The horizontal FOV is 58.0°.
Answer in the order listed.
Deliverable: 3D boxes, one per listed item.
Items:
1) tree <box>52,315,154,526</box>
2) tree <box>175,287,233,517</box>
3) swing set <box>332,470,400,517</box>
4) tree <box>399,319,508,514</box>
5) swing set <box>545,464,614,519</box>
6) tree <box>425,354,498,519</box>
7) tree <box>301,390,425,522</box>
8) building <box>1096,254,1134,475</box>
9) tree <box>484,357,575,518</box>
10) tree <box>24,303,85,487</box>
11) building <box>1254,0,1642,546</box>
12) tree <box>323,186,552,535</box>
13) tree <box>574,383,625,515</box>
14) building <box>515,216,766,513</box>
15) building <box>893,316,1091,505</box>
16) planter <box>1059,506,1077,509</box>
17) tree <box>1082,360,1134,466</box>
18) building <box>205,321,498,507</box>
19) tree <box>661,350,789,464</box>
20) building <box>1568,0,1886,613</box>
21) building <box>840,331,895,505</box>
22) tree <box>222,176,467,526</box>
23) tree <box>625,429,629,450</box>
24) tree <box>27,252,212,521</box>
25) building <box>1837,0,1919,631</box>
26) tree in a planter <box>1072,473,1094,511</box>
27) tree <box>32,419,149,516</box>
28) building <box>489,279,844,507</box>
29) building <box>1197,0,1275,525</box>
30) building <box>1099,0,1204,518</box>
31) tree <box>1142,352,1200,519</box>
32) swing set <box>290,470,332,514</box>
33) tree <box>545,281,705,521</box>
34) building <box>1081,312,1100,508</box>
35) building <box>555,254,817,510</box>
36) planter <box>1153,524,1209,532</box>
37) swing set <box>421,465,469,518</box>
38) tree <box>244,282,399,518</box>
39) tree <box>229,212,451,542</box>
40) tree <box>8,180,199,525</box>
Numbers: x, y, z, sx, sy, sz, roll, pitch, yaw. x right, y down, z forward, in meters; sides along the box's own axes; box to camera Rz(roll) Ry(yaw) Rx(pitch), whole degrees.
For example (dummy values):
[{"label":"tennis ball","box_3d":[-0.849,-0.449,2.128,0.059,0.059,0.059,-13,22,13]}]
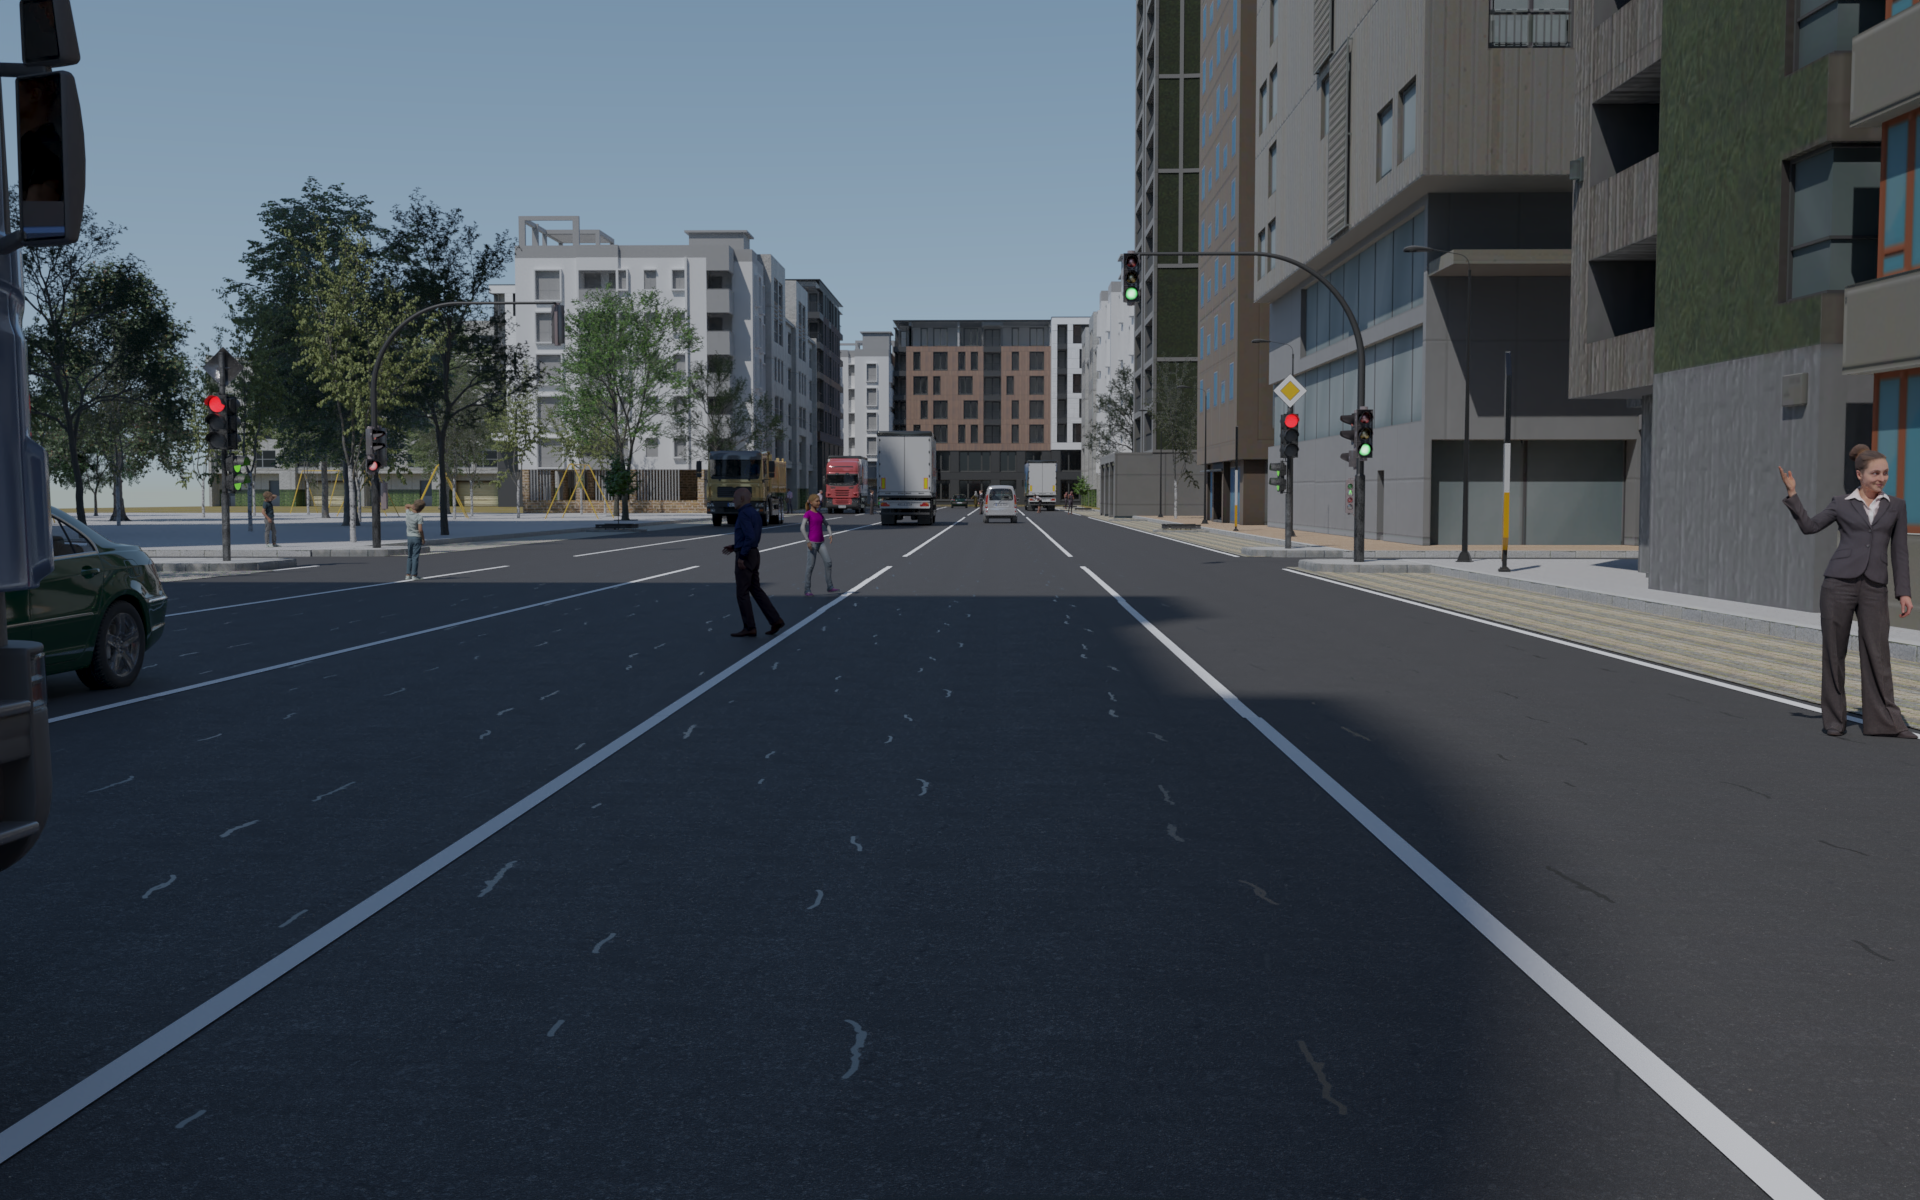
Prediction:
[{"label":"tree","box_3d":[-34.379,-7.316,69.983,4.360,8.622,3.978,0,3,0]},{"label":"tree","box_3d":[-24.596,-6.685,59.664,4.737,8.622,4.395,0,3,0]},{"label":"swing set","box_3d":[-33.884,-6.198,98.949,2.862,2.851,3.119,-2,4,-32]},{"label":"tree","box_3d":[-32.361,-11.677,109.045,7.486,12.596,7.792,0,3,0]},{"label":"swing set","box_3d":[-19.846,-5.683,90.540,2.862,2.851,3.119,0,4,5]},{"label":"tree","box_3d":[-25.837,-8.384,87.433,4.360,8.622,3.978,0,3,0]},{"label":"tree","box_3d":[-27.854,-7.902,79.566,4.360,8.622,3.978,0,3,0]},{"label":"building","box_3d":[19.329,-17.465,141.966,16.016,20.091,11.380,0,4,1]},{"label":"tree","box_3d":[-23.542,-8.677,92.226,4.737,8.622,4.395,0,3,0]},{"label":"tree","box_3d":[-33.313,-6.801,61.566,4.737,8.622,4.395,0,3,0]},{"label":"building","box_3d":[23.961,-28.307,52.064,27.495,52.752,28.713,0,4,1]},{"label":"tree","box_3d":[-16.340,-7.290,53.604,8.767,10.594,7.601,3,4,36]},{"label":"tree","box_3d":[-23.934,-9.654,108.210,4.737,8.622,4.395,0,3,0]},{"label":"building","box_3d":[-21.857,-16.263,122.318,16.016,20.091,11.380,0,4,1]},{"label":"building","box_3d":[8.670,-22.595,213.395,32.646,21.610,27.936,0,4,1]},{"label":"planter","box_3d":[10.725,-9.069,169.410,1.991,0.319,1.994,0,4,1]},{"label":"tree","box_3d":[11.982,-11.387,120.597,7.601,10.594,8.767,0,4,2]},{"label":"building","box_3d":[-61.163,-19.501,185.292,31.486,18.905,16.747,0,4,1]},{"label":"tree","box_3d":[-15.183,-10.833,111.539,8.767,10.594,7.601,0,4,-6]},{"label":"building","box_3d":[16.378,-15.458,24.438,14.160,30.474,14.107,0,4,1]},{"label":"building","box_3d":[-13.480,-21.492,207.820,11.380,20.091,16.016,0,4,1]},{"label":"tree","box_3d":[-24.642,-9.966,69.592,9.857,13.997,8.962,0,3,0]},{"label":"tree","box_3d":[-23.355,-9.977,113.494,4.737,8.622,4.395,0,3,0]},{"label":"tree","box_3d":[-40.221,-10.111,82.329,9.611,12.733,9.660,0,3,0]},{"label":"building","box_3d":[22.532,-9.632,2.521,27.650,21.520,28.899,0,4,1]},{"label":"tree in a planter","box_3d":[10.101,-8.878,142.385,1.991,3.239,1.994,0,4,1]},{"label":"tree","box_3d":[-53.179,-8.000,93.706,11.467,7.101,20.602,0,3,0]},{"label":"building","box_3d":[-29.236,-20.482,178.861,32.646,21.610,27.936,0,4,1]},{"label":"building","box_3d":[18.315,-26.063,76.233,14.600,45.320,14.200,0,4,1]},{"label":"building","box_3d":[19.373,-40.708,103.833,20.563,71.187,20.611,0,4,1]},{"label":"tree","box_3d":[11.456,-8.542,90.021,4.360,8.622,3.978,0,3,0]},{"label":"swing set","box_3d":[-42.262,-7.144,114.417,3.119,2.851,2.862,1,4,16]},{"label":"tree","box_3d":[-16.138,-9.654,83.603,9.928,11.665,9.643,0,3,0]},{"label":"building","box_3d":[21.470,-18.940,176.129,16.747,18.905,31.486,0,4,1]},{"label":"building","box_3d":[-21.902,-16.961,143.773,16.747,18.905,31.486,0,4,1]},{"label":"planter","box_3d":[8.299,-2.703,65.339,1.991,0.319,1.994,0,4,1]},{"label":"swing set","box_3d":[-27.651,-5.775,92.043,2.862,2.851,3.119,-1,4,-18]},{"label":"tree","box_3d":[-34.188,-10.618,91.732,7.486,12.596,7.792,0,3,0]},{"label":"tree","box_3d":[-15.908,-5.823,45.575,4.737,8.622,4.395,0,3,0]},{"label":"tree","box_3d":[-25.806,-7.074,50.067,7.601,10.594,8.767,0,4,2]}]
